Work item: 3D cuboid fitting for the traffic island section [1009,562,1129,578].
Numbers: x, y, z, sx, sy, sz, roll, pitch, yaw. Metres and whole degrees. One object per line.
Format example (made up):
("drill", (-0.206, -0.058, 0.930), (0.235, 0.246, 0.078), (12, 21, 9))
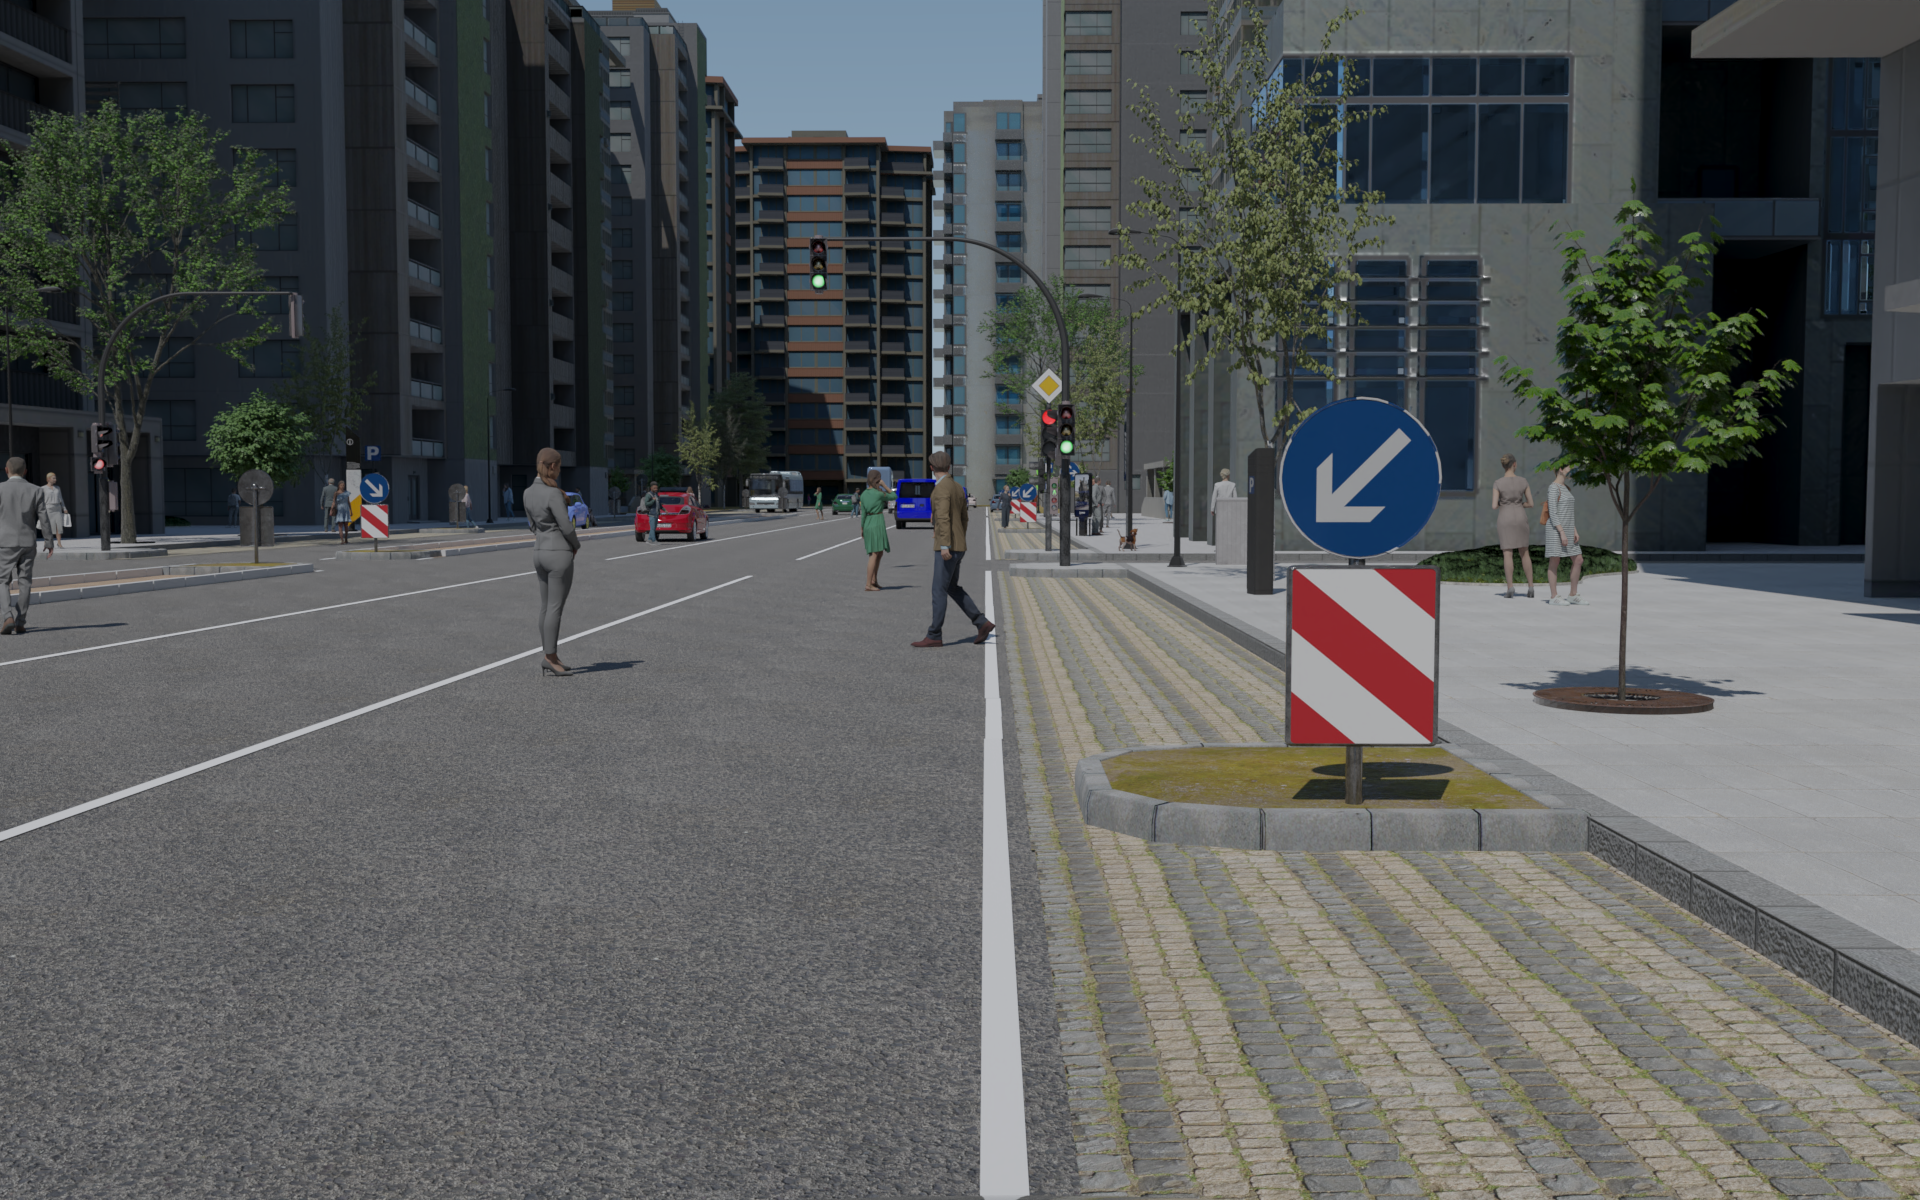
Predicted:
("traffic island section", (1.883, -0.524, 30.855), (2.009, 0.180, 2.903), (0, 4, 1))

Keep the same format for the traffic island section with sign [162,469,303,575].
("traffic island section with sign", (-12.986, -1.418, 31.320), (2.006, 1.907, 1.989), (0, 4, 1))

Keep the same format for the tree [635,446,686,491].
("tree", (-20.259, -8.171, 117.302), (4.285, 4.588, 4.351), (0, 3, 0))

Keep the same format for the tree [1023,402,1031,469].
("tree", (5.593, -9.525, 106.096), (4.737, 8.622, 4.395), (0, 3, 0))

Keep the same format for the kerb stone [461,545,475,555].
("kerb stone", (-11.790, -1.154, 41.130), (0.120, 0.150, 1.000), (0, 4, 1))

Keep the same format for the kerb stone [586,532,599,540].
("kerb stone", (-11.585, -1.971, 54.446), (0.120, 0.150, 1.000), (0, 4, 1))

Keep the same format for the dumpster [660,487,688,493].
("dumpster", (-18.072, -6.209, 109.735), (1.865, 1.857, 1.264), (0, 4, -1))

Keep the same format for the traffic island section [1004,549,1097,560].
("traffic island section", (2.005, -1.013, 38.839), (2.009, 0.180, 2.903), (0, 4, 1))

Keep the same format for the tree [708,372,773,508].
("tree", (-20.634, -14.826, 160.530), (7.486, 12.596, 7.792), (0, 3, 0))

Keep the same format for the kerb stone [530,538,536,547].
("kerb stone", (-11.700, -1.531, 47.281), (0.120, 0.150, 1.000), (0, 4, 1))

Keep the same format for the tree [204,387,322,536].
("tree", (-21.456, -4.260, 53.366), (4.285, 4.588, 4.351), (0, 3, 0))

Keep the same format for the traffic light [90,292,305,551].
("traffic light", (-17.201, -3.937, 39.036), (4.771, 5.953, 1.251), (0, 4, 1))

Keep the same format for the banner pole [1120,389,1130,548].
("banner pole", (3.976, -3.143, 41.410), (0.401, 3.779, 0.863), (0, 4, -2))

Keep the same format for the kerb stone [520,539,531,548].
("kerb stone", (-11.713, -1.472, 46.259), (0.120, 0.150, 1.000), (0, 4, 1))

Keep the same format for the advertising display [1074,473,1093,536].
("advertising display", (3.760, -2.912, 52.828), (0.123, 1.923, 0.974), (-2, 4, -24))

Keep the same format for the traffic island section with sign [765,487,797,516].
("traffic island section with sign", (-11.728, -6.466, 113.856), (2.006, 1.907, 1.989), (0, 4, 1))

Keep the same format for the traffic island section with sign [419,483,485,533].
("traffic island section with sign", (-18.627, -3.372, 63.764), (1.989, 1.847, 2.006), (0, 4, 1))

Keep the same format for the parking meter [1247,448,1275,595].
("parking meter", (3.842, -1.005, 22.149), (0.255, 1.863, 0.399), (-1, 4, -8))

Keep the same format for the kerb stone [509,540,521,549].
("kerb stone", (-11.730, -1.409, 45.228), (0.120, 0.150, 1.000), (0, 4, 1))

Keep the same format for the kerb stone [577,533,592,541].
("kerb stone", (-11.615, -1.910, 53.424), (0.120, 0.150, 1.000), (0, 4, 1))

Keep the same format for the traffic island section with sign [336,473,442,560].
("traffic island section with sign", (-12.864, -1.871, 38.726), (2.006, 1.907, 1.989), (0, 4, 1))

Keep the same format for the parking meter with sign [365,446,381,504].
("parking meter with sign", (-20.880, -3.991, 61.510), (0.543, 3.016, 1.738), (-1, 4, -15))

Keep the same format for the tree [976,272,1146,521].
("tree", (4.819, -9.587, 82.509), (9.928, 11.665, 9.643), (0, 3, 0))

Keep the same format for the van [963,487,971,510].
("van", (-0.260, -9.027, 151.979), (2.240, 2.365, 5.245), (0, 4, 3))

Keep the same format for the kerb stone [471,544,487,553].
("kerb stone", (-11.780, -1.218, 42.159), (0.120, 0.150, 1.000), (0, 4, 1))

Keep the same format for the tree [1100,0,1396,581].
("tree", (4.394, -4.571, 25.106), (4.737, 8.622, 4.395), (0, 3, 0))

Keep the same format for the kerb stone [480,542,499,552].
("kerb stone", (-11.768, -1.283, 43.184), (0.120, 0.150, 1.000), (0, 4, 1))

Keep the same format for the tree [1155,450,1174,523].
("tree", (9.370, -4.981, 76.040), (1.663, 3.219, 1.824), (0, 3, 0))

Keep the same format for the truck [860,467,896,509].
("truck", (-8.224, -10.792, 166.203), (2.967, 4.110, 18.799), (0, 4, 2))

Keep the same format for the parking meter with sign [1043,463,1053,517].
("parking meter with sign", (4.865, -6.111, 96.181), (0.543, 3.016, 1.738), (0, 4, 5))

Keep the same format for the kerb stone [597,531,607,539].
("kerb stone", (-11.570, -2.031, 55.468), (0.120, 0.150, 1.000), (0, 4, 1))

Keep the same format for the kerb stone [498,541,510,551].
("kerb stone", (-11.744, -1.346, 44.206), (0.120, 0.150, 1.000), (0, 4, 1))

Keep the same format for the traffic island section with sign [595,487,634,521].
("traffic island section with sign", (-18.219, -5.042, 91.072), (1.989, 1.847, 2.006), (0, 4, 1))

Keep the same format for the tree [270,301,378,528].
("tree", (-24.396, -7.098, 66.414), (4.737, 8.622, 4.395), (0, 3, 0))

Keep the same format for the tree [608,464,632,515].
("tree", (-22.174, -7.169, 111.815), (1.663, 3.219, 1.824), (0, 3, 0))

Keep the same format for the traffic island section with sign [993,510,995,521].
("traffic island section with sign", (2.822, -5.088, 91.816), (1.989, 1.847, 2.006), (0, 4, 1))

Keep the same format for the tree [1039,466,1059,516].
("tree", (5.027, -6.430, 99.736), (1.663, 3.219, 1.824), (0, 3, 0))

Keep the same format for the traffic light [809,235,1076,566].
("traffic light", (-0.250, -3.423, 30.632), (4.771, 5.953, 1.251), (0, 4, 1))

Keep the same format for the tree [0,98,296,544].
("tree", (-21.462, -7.274, 44.686), (9.928, 11.665, 9.643), (0, 3, 0))

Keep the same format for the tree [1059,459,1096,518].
("tree", (6.757, -6.127, 94.773), (1.663, 3.219, 1.824), (0, 3, 0))

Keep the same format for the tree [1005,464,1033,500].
("tree", (6.596, -12.672, 190.908), (4.285, 4.588, 4.351), (0, 3, 0))

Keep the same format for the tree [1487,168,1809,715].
("tree", (3.911, -0.968, 10.421), (1.663, 3.219, 1.824), (0, 3, 0))

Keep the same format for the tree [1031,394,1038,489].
("tree", (5.523, -7.383, 71.068), (4.737, 8.622, 4.395), (0, 3, 0))

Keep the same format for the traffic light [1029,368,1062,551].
("traffic light", (1.965, -3.046, 38.726), (0.839, 4.253, 0.868), (0, 4, 1))

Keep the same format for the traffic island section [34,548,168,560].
("traffic island section", (-19.334, -1.033, 39.168), (2.009, 0.180, 2.903), (0, 4, 1))

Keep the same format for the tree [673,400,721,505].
("tree", (-20.413, -11.316, 135.383), (4.737, 8.622, 4.395), (0, 3, 0))

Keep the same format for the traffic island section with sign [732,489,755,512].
("traffic island section with sign", (-17.451, -8.107, 141.178), (1.989, 1.847, 2.006), (0, 4, 1))

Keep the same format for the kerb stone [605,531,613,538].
("kerb stone", (-11.559, -2.098, 56.493), (0.120, 0.150, 1.000), (0, 4, 1))

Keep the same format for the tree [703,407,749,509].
("tree", (-19.923, -11.976, 146.161), (4.360, 8.622, 3.978), (0, 3, 0))

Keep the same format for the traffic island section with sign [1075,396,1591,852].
("traffic island section with sign", (1.540, 0.048, 7.851), (1.989, 1.847, 2.006), (0, 4, 1))

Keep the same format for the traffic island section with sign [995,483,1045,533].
("traffic island section with sign", (2.390, -3.388, 64.029), (1.989, 1.847, 2.006), (0, 4, 1))
